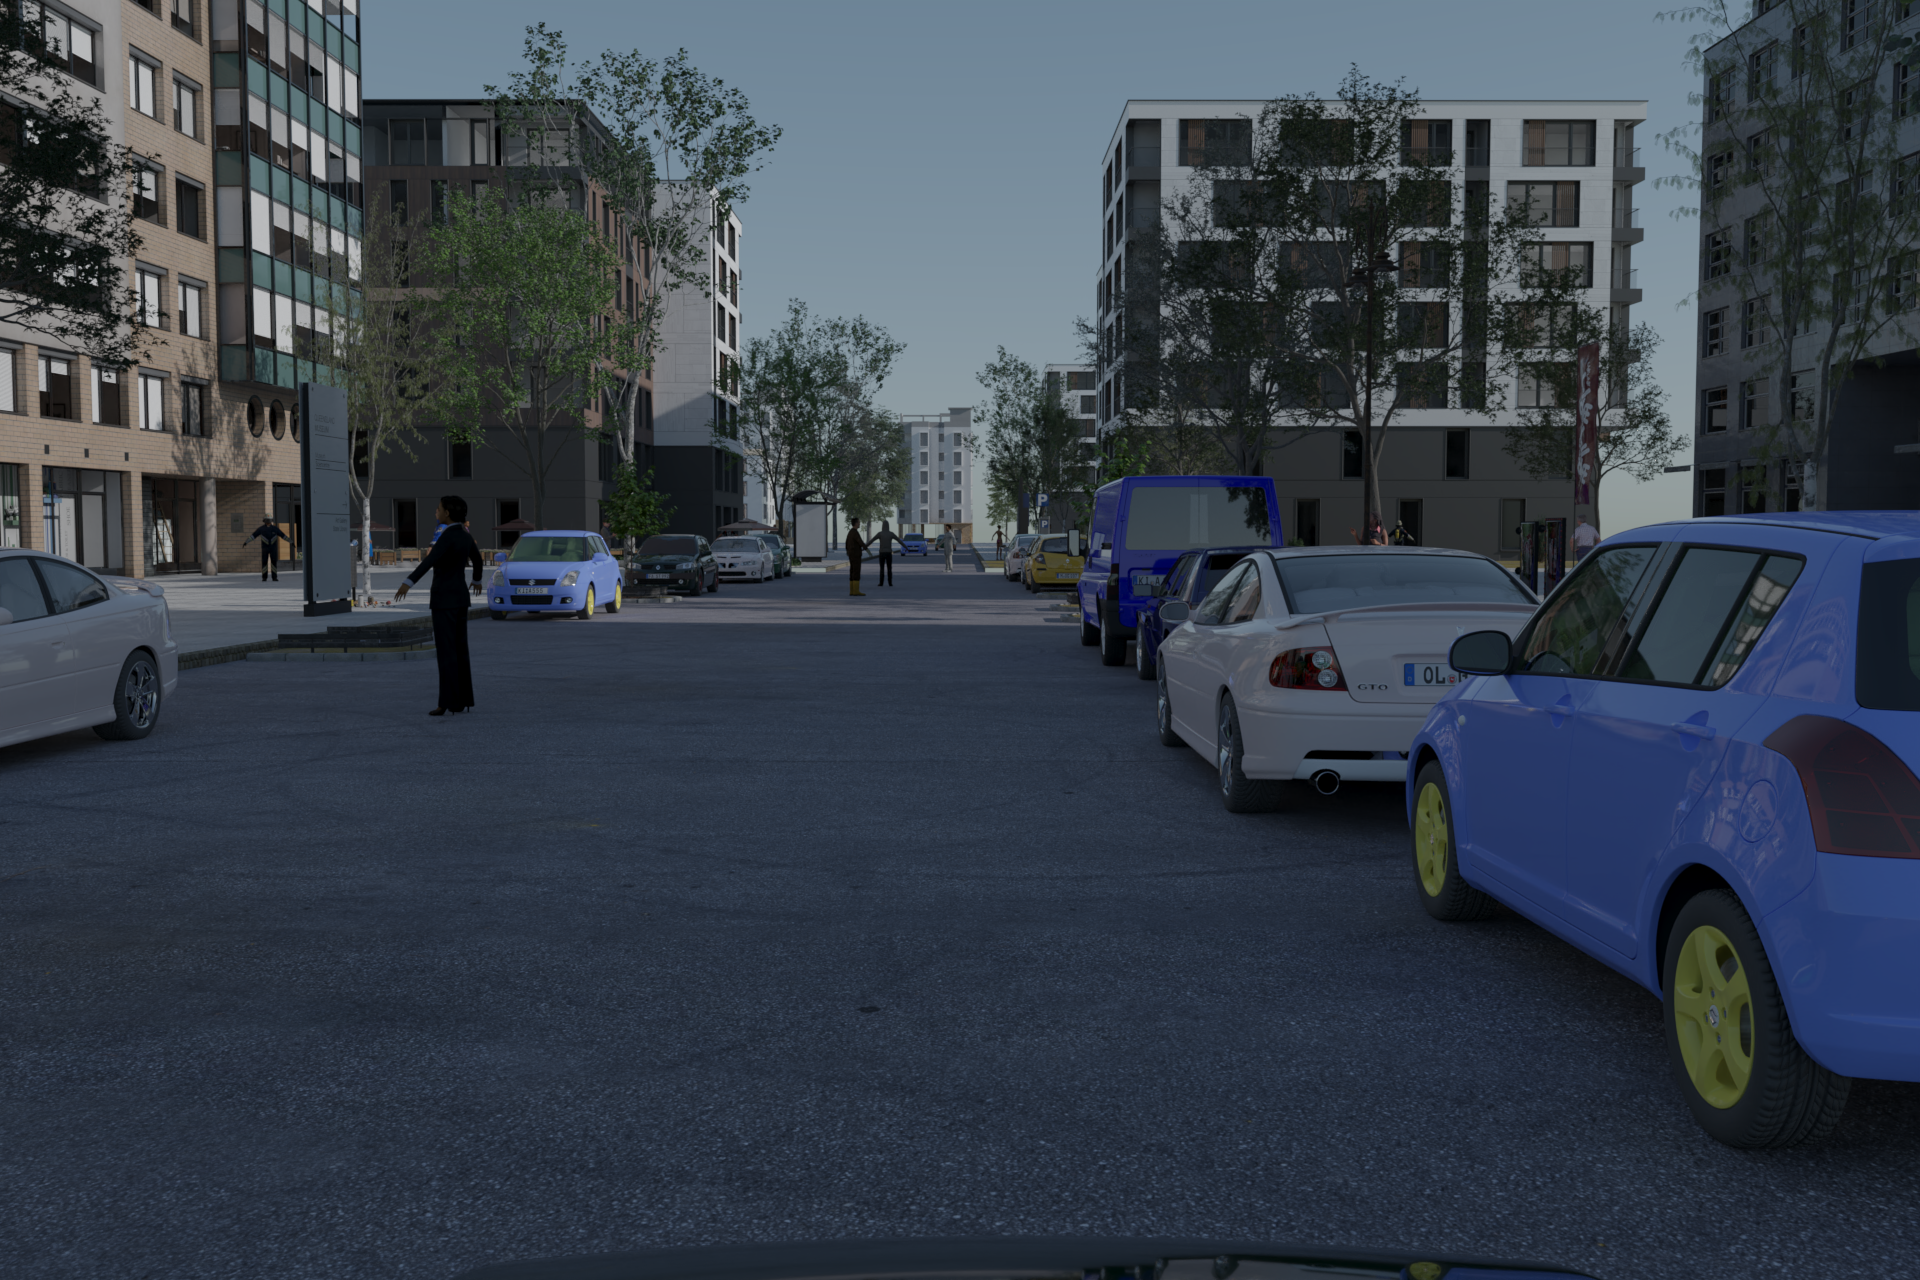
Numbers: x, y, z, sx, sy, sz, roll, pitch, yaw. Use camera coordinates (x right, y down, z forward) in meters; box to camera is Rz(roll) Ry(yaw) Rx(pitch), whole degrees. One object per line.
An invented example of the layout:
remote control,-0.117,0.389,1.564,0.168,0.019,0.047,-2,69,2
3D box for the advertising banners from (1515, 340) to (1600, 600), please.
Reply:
advertising banners,5.748,-1.256,16.729,0.090,3.025,2.074,0,4,0

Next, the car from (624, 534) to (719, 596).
car,-6.824,-1.922,41.204,2.009,1.686,4.222,0,4,0

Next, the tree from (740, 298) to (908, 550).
tree,-10.921,-17.328,139.207,12.611,20.169,13.585,0,3,0

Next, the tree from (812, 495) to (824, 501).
tree,-21.606,-18.925,259.780,4.360,8.622,3.978,0,3,0

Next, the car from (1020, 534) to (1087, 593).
car,2.535,-2.019,43.227,2.015,1.641,3.980,0,4,-1

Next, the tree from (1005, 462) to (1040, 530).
tree,5.755,-12.737,158.613,4.360,8.622,3.978,0,3,0

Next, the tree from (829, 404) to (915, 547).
tree,-9.076,-16.185,171.284,9.857,13.997,8.962,0,3,0

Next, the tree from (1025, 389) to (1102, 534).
tree,5.284,-8.434,88.255,4.360,8.622,3.978,0,3,0

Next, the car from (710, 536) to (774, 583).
car,-6.658,-2.418,51.899,2.083,1.381,4.827,0,3,0

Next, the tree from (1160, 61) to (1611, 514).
tree,8.175,-6.068,33.623,8.767,10.594,7.601,0,4,5

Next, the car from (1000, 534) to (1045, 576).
car,2.443,-2.852,58.431,2.131,1.459,4.920,0,4,-1

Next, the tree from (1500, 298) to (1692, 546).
tree,25.011,-8.200,68.480,7.601,10.594,8.767,0,4,7

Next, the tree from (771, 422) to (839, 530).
tree,-9.112,-9.628,107.777,4.360,8.622,3.978,0,3,0

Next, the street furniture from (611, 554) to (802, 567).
street furniture,-11.527,-3.247,68.711,10.072,0.657,5.734,2,4,30

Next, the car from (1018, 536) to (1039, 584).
car,2.649,-2.201,47.995,2.014,1.417,4.499,0,4,-1

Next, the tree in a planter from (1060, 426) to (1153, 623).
tree in a planter,2.664,-1.919,28.595,1.991,3.239,1.994,0,4,1

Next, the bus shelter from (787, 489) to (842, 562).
bus shelter,-6.792,-5.351,81.413,2.014,3.302,5.546,0,4,1

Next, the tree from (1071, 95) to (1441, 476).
tree,8.301,-8.511,49.523,12.009,13.543,11.850,0,3,0

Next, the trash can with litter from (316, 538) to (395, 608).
trash can with litter,-10.741,-1.227,31.114,1.678,1.210,2.233,0,4,-1

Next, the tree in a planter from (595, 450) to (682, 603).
tree in a planter,-6.986,-2.418,36.763,1.991,3.239,1.994,0,4,1

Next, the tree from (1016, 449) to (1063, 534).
tree,6.051,-11.796,143.227,4.360,8.622,3.978,0,3,0

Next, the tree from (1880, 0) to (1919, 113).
tree,8.497,-6.184,7.764,9.857,13.997,8.962,0,3,0

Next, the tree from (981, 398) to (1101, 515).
tree,5.572,-11.317,119.445,8.767,10.594,7.601,0,4,3

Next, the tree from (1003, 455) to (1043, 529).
tree,5.672,-12.276,151.080,4.737,8.622,4.395,0,3,0

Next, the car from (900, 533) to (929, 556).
car,-2.987,-6.310,112.754,1.945,1.707,3.694,0,3,0

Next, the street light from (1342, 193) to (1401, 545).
street light,5.646,-3.129,23.940,0.468,5.910,1.993,0,4,0

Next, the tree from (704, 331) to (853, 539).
tree,-9.383,-10.023,89.636,9.928,11.665,9.643,0,3,0

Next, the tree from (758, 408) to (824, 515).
tree,-9.416,-9.155,100.051,4.360,8.622,3.978,0,3,0

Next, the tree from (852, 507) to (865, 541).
tree,-14.439,-18.673,255.671,4.737,8.622,4.395,0,3,0

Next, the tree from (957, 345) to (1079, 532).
tree,5.920,-19.337,172.053,12.611,20.169,13.585,0,3,0

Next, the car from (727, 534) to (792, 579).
car,-6.592,-2.763,56.974,2.131,1.459,4.920,0,3,0

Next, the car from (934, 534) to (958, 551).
car,-1.221,-8.379,148.793,2.131,1.459,4.920,0,3,0

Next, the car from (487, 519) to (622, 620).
car,-7.009,-1.254,30.091,1.945,1.707,3.694,0,4,0

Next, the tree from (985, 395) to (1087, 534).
tree,5.894,-12.570,131.274,9.928,11.665,9.643,0,3,0

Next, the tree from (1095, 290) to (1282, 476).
tree,8.560,-7.929,64.055,7.601,10.594,8.767,-2,4,-25

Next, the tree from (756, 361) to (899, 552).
tree,-9.326,-12.923,121.657,12.009,13.543,11.850,0,3,0

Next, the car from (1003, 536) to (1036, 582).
car,2.380,-2.514,53.470,2.083,1.381,4.827,0,4,0

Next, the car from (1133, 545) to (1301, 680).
car,2.605,-0.201,15.866,1.945,1.354,3.894,0,4,0

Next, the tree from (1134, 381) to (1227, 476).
tree,9.089,-7.615,74.873,4.360,8.622,3.978,0,3,0

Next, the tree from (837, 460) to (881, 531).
tree,-9.627,-12.813,159.859,4.737,8.622,4.395,0,3,0

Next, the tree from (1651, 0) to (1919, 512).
tree,8.675,-4.136,17.978,4.360,8.622,3.978,0,3,0

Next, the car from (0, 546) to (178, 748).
car,-6.624,0.098,10.752,2.083,1.381,4.827,0,3,0

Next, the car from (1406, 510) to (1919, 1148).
car,2.585,0.260,5.347,1.945,1.707,3.694,0,4,-1

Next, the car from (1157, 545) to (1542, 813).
car,2.284,0.128,10.272,2.083,1.381,4.827,0,3,0
